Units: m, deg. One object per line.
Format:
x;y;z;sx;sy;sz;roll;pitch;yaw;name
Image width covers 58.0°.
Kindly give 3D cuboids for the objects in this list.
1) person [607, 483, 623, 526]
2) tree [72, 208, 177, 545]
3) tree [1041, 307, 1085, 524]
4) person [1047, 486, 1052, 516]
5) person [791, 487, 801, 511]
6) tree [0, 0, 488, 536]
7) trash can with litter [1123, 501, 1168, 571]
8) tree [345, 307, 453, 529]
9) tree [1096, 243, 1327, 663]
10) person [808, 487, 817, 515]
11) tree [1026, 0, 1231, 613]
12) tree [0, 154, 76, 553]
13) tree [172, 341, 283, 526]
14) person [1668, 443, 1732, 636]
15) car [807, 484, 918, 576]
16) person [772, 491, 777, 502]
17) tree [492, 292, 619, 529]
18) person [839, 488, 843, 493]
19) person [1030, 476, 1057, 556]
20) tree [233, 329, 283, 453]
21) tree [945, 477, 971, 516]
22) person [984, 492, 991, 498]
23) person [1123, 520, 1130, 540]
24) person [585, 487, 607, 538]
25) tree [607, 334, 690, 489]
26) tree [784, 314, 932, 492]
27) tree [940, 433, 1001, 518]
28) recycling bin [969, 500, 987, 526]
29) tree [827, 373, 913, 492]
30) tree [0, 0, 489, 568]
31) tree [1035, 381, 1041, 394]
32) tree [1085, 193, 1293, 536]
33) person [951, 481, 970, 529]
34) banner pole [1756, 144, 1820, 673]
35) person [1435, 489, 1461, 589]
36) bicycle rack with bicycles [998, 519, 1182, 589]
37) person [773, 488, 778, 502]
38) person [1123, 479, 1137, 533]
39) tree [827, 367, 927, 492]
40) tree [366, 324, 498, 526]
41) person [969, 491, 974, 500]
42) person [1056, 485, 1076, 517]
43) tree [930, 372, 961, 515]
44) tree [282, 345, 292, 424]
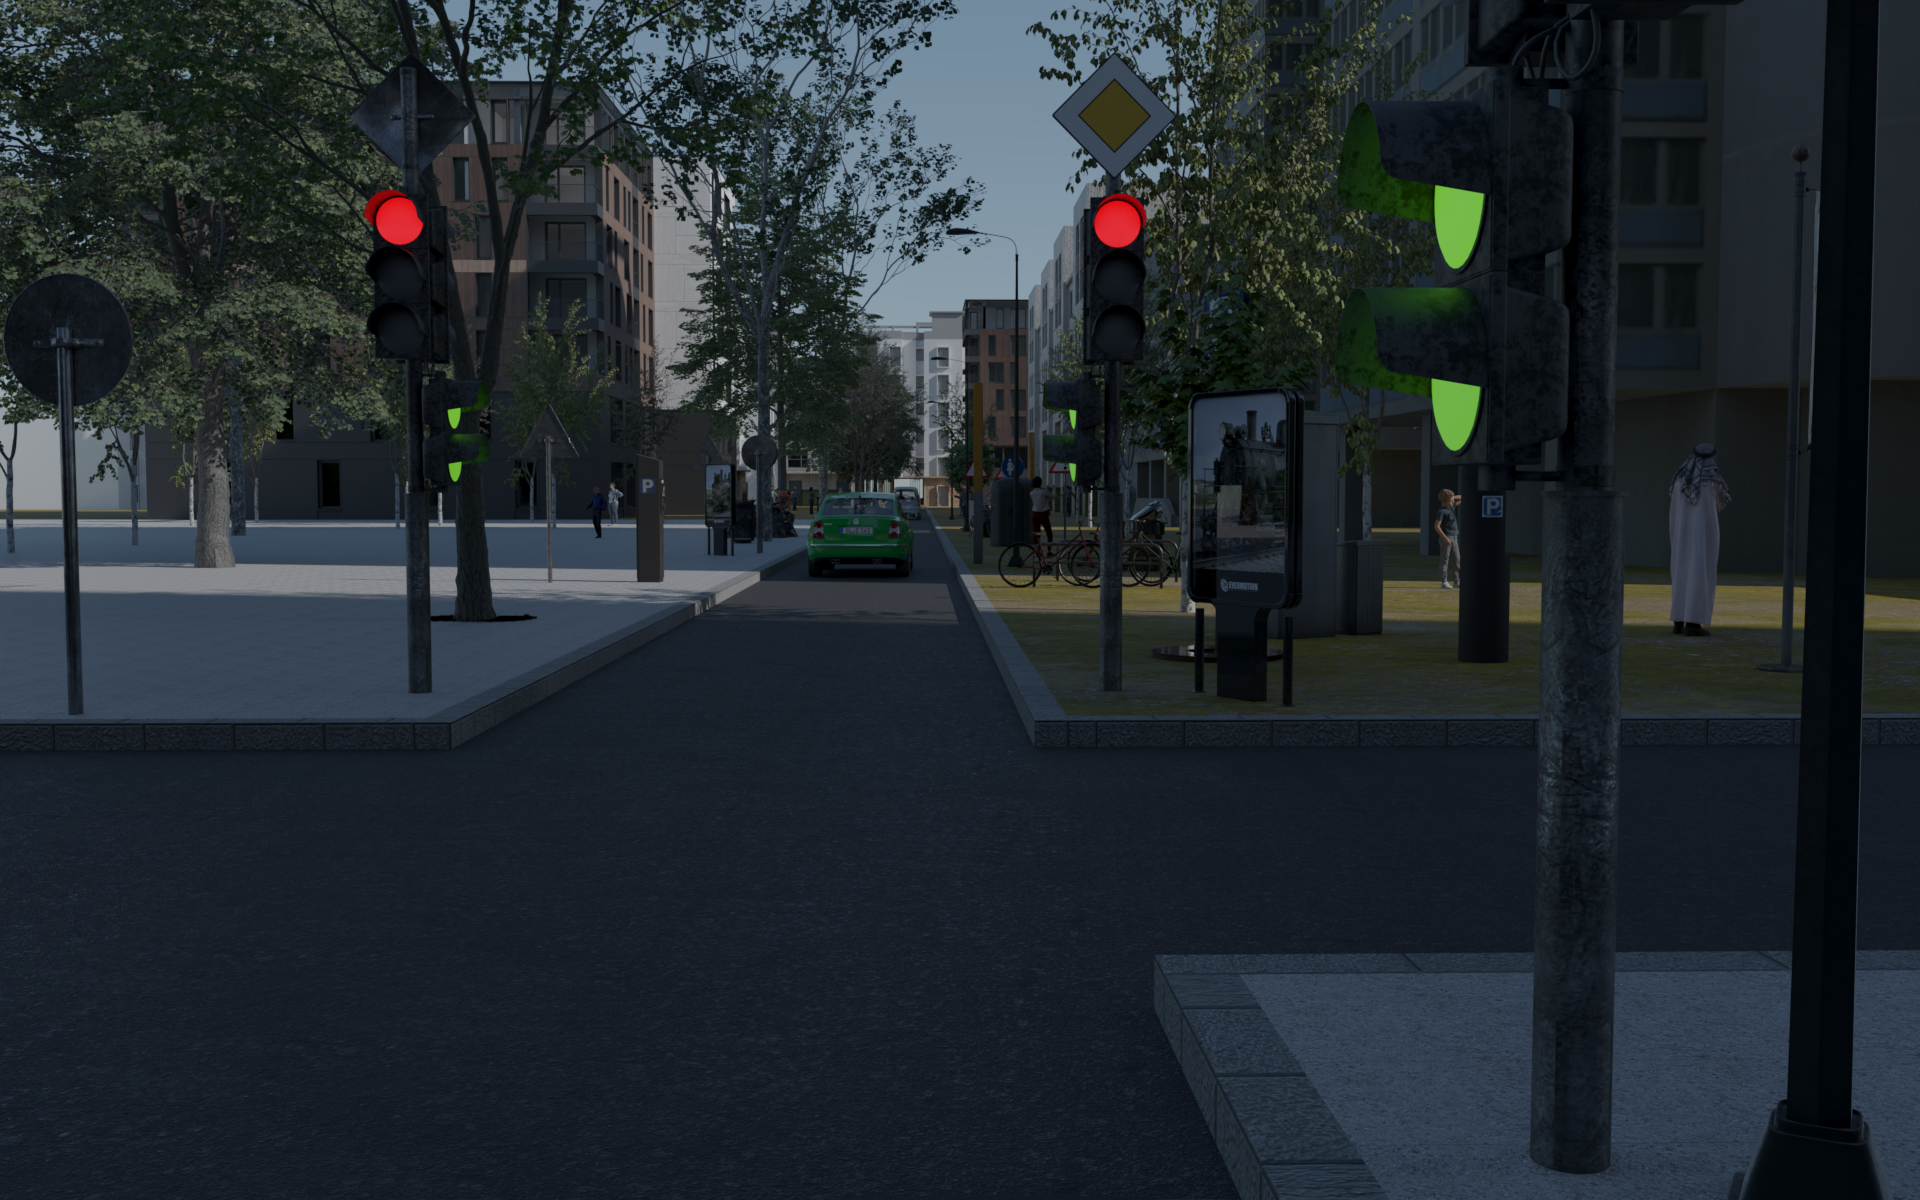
-13.828;-3.815;69.139;0.376;1.734;0.841;-3;5;-42;person
-21.017;-5.686;43.326;4.360;8.622;3.978;0;3;0;tree
5.192;-6.279;53.031;4.360;8.622;3.978;0;3;0;tree
5.048;-5.735;100.340;0.617;1.759;0.750;0;4;4;person
-12.727;-7.796;133.598;0.705;1.814;1.350;2;4;33;person
-23.441;-12.104;53.796;12.611;20.169;13.585;0;3;0;tree
2.895;-1.065;28.801;1.055;1.170;0.624;0;4;-6;trash can with litter
-20.592;-6.948;63.960;4.737;8.622;4.395;0;3;0;tree
2.086;-1.151;13.414;1.663;3.219;1.824;0;3;0;tree
-9.147;-6.170;107.635;0.721;1.735;1.217;1;4;21;person
2.699;-4.175;18.622;4.737;8.622;4.395;0;3;0;tree
-20.848;-5.362;38.030;4.737;8.622;4.395;0;3;0;tree
-30.991;-7.319;70.028;4.737;8.622;4.395;0;3;0;tree
6.701;-0.551;15.727;0.551;1.740;0.621;2;4;30;person
-1.758;-1.388;31.496;1.959;1.807;4.718;0;3;0;car
-14.339;-7.678;131.654;1.350;1.814;0.705;-1;4;-20;person
-14.831;-6.956;64.097;4.737;8.622;4.395;0;3;0;tree
-9.116;-7.584;130.774;0.721;1.736;1.217;-2;4;-32;person
1.715;-1.717;35.576;0.566;1.644;0.517;-1;4;-15;person
-27.528;-6.993;64.698;4.360;8.622;3.978;0;3;0;tree
0.135;-6.598;102.476;1.663;3.219;1.824;0;3;0;tree
2.257;-7.030;121.702;1.217;1.743;0.721;1;4;16;person
4.084;-1.909;45.534;0.859;0.850;0.655;-2;4;-33;person
-10.640;-2.551;50.451;0.600;1.496;0.574;-2;4;-31;person
-14.642;-7.967;80.620;4.360;8.622;3.978;0;3;0;tree
-6.891;-12.610;116.543;12.009;13.543;11.850;0;3;0;tree
0.571;-6.642;92.315;4.285;4.588;4.351;0;3;0;tree
0.660;-3.474;69.352;0.722;1.027;0.722;1;4;11;recycling bin
-8.841;-15.722;163.707;9.857;13.997;8.962;0;3;0;tree
-13.138;-7.533;29.825;9.857;13.997;8.962;0;3;0;tree
5.372;-6.728;60.369;4.360;8.622;3.978;0;3;0;tree
5.790;-5.596;41.862;4.360;8.622;3.978;0;3;0;tree
-0.009;-3.459;63.131;0.750;1.759;0.617;0;4;5;person
6.217;-1.381;12.599;0.863;3.779;0.401;-2;4;-28;banner pole
6.679;-0.829;23.501;0.340;1.345;0.435;3;5;42;person
2.209;-0.671;24.359;2.925;0.926;2.852;1;4;15;bicycle rack with bicycles
-15.403;-8.575;146.330;1.348;1.812;0.705;0;4;-2;person
5.521;-3.083;56.577;0.598;1.807;0.434;-3;5;-43;person
-7.366;-14.171;148.695;9.611;12.733;9.660;0;3;0;tree
-21.052;-7.335;70.297;4.360;8.622;3.978;0;3;0;tree
0.593;-4.323;79.955;0.421;1.427;0.697;1;4;18;person
6.004;-5.561;97.044;1.350;1.814;0.705;-2;4;-34;person
0.244;-9.513;105.903;4.737;8.622;4.395;0;3;0;tree
-32.046;-7.833;78.436;4.737;8.622;4.395;0;3;0;tree
